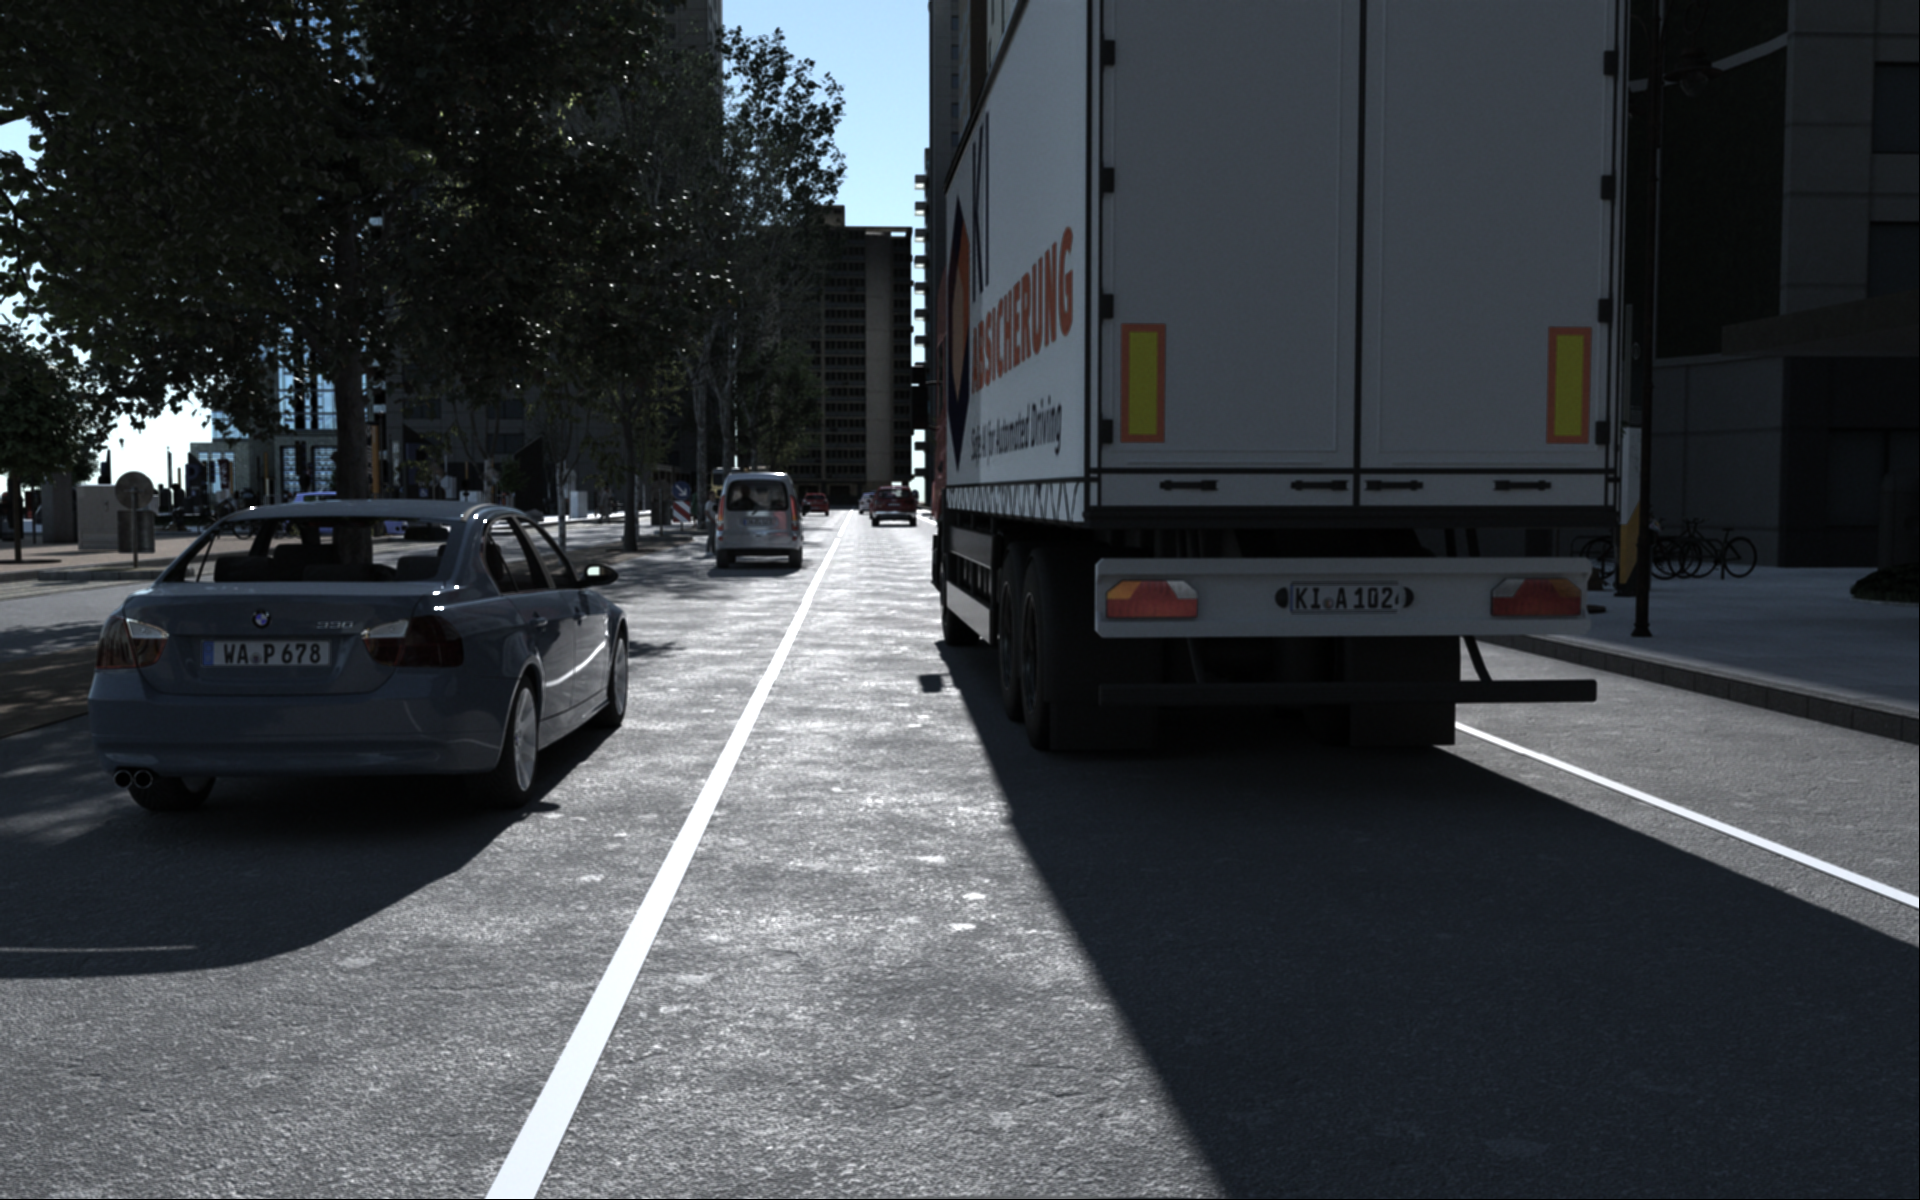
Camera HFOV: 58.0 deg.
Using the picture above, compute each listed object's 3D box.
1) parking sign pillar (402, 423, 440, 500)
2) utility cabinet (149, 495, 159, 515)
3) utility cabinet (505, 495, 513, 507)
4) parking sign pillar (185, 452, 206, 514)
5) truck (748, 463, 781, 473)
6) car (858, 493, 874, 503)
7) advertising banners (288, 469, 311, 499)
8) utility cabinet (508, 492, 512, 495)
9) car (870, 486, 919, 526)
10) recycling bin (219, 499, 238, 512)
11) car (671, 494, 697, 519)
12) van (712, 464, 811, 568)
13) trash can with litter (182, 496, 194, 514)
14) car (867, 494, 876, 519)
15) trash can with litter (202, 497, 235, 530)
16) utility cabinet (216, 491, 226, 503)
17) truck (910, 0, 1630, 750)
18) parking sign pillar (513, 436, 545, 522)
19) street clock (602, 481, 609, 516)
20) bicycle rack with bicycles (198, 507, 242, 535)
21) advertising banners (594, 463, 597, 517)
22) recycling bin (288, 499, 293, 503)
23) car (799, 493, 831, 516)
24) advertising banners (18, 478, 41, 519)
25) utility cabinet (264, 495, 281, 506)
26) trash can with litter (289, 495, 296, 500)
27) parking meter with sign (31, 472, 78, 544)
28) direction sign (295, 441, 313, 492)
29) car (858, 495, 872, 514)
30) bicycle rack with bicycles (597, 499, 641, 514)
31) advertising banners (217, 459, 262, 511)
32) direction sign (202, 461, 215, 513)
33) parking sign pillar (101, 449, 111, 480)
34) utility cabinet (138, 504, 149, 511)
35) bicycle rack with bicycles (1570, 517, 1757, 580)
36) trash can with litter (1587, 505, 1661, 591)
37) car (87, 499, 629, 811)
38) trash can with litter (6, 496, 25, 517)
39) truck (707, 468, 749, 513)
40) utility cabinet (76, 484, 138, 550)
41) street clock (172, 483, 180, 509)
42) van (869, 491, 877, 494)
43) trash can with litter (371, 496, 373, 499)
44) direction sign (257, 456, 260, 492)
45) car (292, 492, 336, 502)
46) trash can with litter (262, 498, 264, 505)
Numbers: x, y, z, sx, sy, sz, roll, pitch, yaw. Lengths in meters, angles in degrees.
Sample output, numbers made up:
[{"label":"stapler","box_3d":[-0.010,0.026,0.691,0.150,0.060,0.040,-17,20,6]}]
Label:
[{"label":"parking sign pillar","box_3d":[-20.590,-4.753,66.188,1.447,3.967,1.447,-3,4,-37]},{"label":"utility cabinet","box_3d":[-46.411,-5.406,99.542,0.306,1.237,1.020,0,4,-1]},{"label":"utility cabinet","box_3d":[-24.117,-5.046,93.660,0.306,1.237,1.020,2,4,32]},{"label":"parking sign pillar","box_3d":[-49.044,-7.501,111.120,1.447,3.967,1.447,1,4,21]},{"label":"truck","box_3d":[-17.957,-10.365,158.377,2.839,4.237,11.283,0,4,-2]},{"label":"car","box_3d":[-7.721,-8.435,147.503,1.945,1.707,3.694,0,4,-3]},{"label":"advertising banners","box_3d":[-45.512,-7.500,118.807,2.074,3.025,0.090,0,4,0]},{"label":"utility cabinet","box_3d":[-32.727,-7.197,126.349,0.318,1.500,1.173,-1,4,-18]},{"label":"car","box_3d":[-3.024,-4.341,79.645,2.281,1.827,5.304,0,4,-2]},{"label":"recycling bin","box_3d":[-34.846,-4.278,82.502,0.722,1.027,0.722,-1,4,-12]},{"label":"car","box_3d":[-15.671,-5.472,99.250,2.009,1.686,4.222,0,4,-2]},{"label":"van","box_3d":[-4.009,-1.705,34.886,2.013,2.044,4.112,0,4,-5]},{"label":"trash can with litter","box_3d":[-37.180,-4.481,84.315,2.233,1.210,1.678,-1,4,-17]},{"label":"car","box_3d":[-4.423,-5.676,101.846,2.155,1.783,4.494,0,4,-3]},{"label":"trash can with litter","box_3d":[-25.474,-2.941,59.478,1.055,1.170,0.624,0,4,1]},{"label":"utility cabinet","box_3d":[-50.311,-6.682,117.930,0.318,1.500,1.173,0,4,-6]},{"label":"truck","box_3d":[1.273,-1.477,13.058,2.839,4.237,11.283,0,4,-5]},{"label":"parking sign pillar","box_3d":[-19.883,-5.578,79.665,1.447,3.967,1.447,-2,4,-27]},{"label":"street clock","box_3d":[-20.359,-5.786,99.166,0.358,2.002,0.471,2,4,32]},{"label":"bicycle rack with bicycles","box_3d":[-20.069,-2.245,50.085,2.925,0.926,2.852,0,4,8]},{"label":"advertising banners","box_3d":[-20.264,-6.128,96.376,0.090,3.025,2.074,0,4,-7]},{"label":"recycling bin","box_3d":[-37.517,-5.108,96.066,0.722,1.027,0.722,2,4,31]},{"label":"car","box_3d":[-9.617,-6.486,115.085,2.155,1.783,4.494,0,4,-5]},{"label":"advertising banners","box_3d":[-47.743,-5.668,88.859,0.090,3.025,2.074,1,4,22]},{"label":"utility cabinet","box_3d":[-37.402,-5.096,94.485,0.306,1.237,1.020,3,5,40]},{"label":"trash can with litter","box_3d":[-38.654,-5.415,99.593,2.233,1.210,1.678,0,4,-4]},{"label":"parking meter with sign","box_3d":[-23.570,-2.995,45.236,0.543,3.016,1.738,1,4,16]},{"label":"direction sign","box_3d":[-28.106,-5.010,73.903,0.379,3.537,0.876,0,4,7]},{"label":"car","box_3d":[-6.379,-6.932,125.699,2.083,1.381,4.827,0,4,-2]},{"label":"bicycle rack with bicycles","box_3d":[-22.906,-6.169,114.242,2.852,0.926,2.925,2,4,33]},{"label":"advertising banners","box_3d":[-36.246,-5.565,87.181,2.074,3.025,0.090,-3,4,-36]},{"label":"direction sign","box_3d":[-51.405,-7.740,118.542,0.379,3.537,0.876,3,5,41]},{"label":"parking sign pillar","box_3d":[-51.298,-7.071,104.083,1.447,3.967,1.447,-1,4,-21]},{"label":"utility cabinet","box_3d":[-40.036,-4.634,84.438,1.173,1.500,0.318,2,4,32]},{"label":"bicycle rack with bicycles","box_3d":[10.797,-0.820,26.792,2.925,0.926,2.852,0,4,6]},{"label":"trash can with litter","box_3d":[8.697,-0.709,22.987,1.055,1.170,0.624,1,4,10]},{"label":"car","box_3d":[-2.895,0.174,9.157,2.014,1.417,4.499,0,4,-2]},{"label":"trash can with litter","box_3d":[-52.095,-5.164,95.497,1.678,1.210,2.233,0,4,-7]},{"label":"truck","box_3d":[-17.164,-8.257,130.933,3.469,3.379,9.791,0,4,-2]},{"label":"utility cabinet","box_3d":[-19.254,-1.857,39.036,1.173,1.500,0.318,0,4,3]},{"label":"street clock","box_3d":[-53.432,-6.939,118.016,0.471,2.002,0.358,-3,5,-45]},{"label":"van","box_3d":[-10.269,-12.365,209.184,2.013,2.044,4.112,0,4,-2]},{"label":"trash can with litter","box_3d":[-40.608,-6.555,118.557,0.624,1.170,1.055,2,4,28]},{"label":"direction sign","box_3d":[-42.252,-6.874,104.386,0.379,3.537,0.876,-1,4,-14]},{"label":"car","box_3d":[-19.348,-2.753,54.607,3.694,1.707,1.945,0,4,-3]},{"label":"trash can with litter","box_3d":[-51.877,-7.195,129.018,1.055,1.170,0.624,1,4,10]}]
